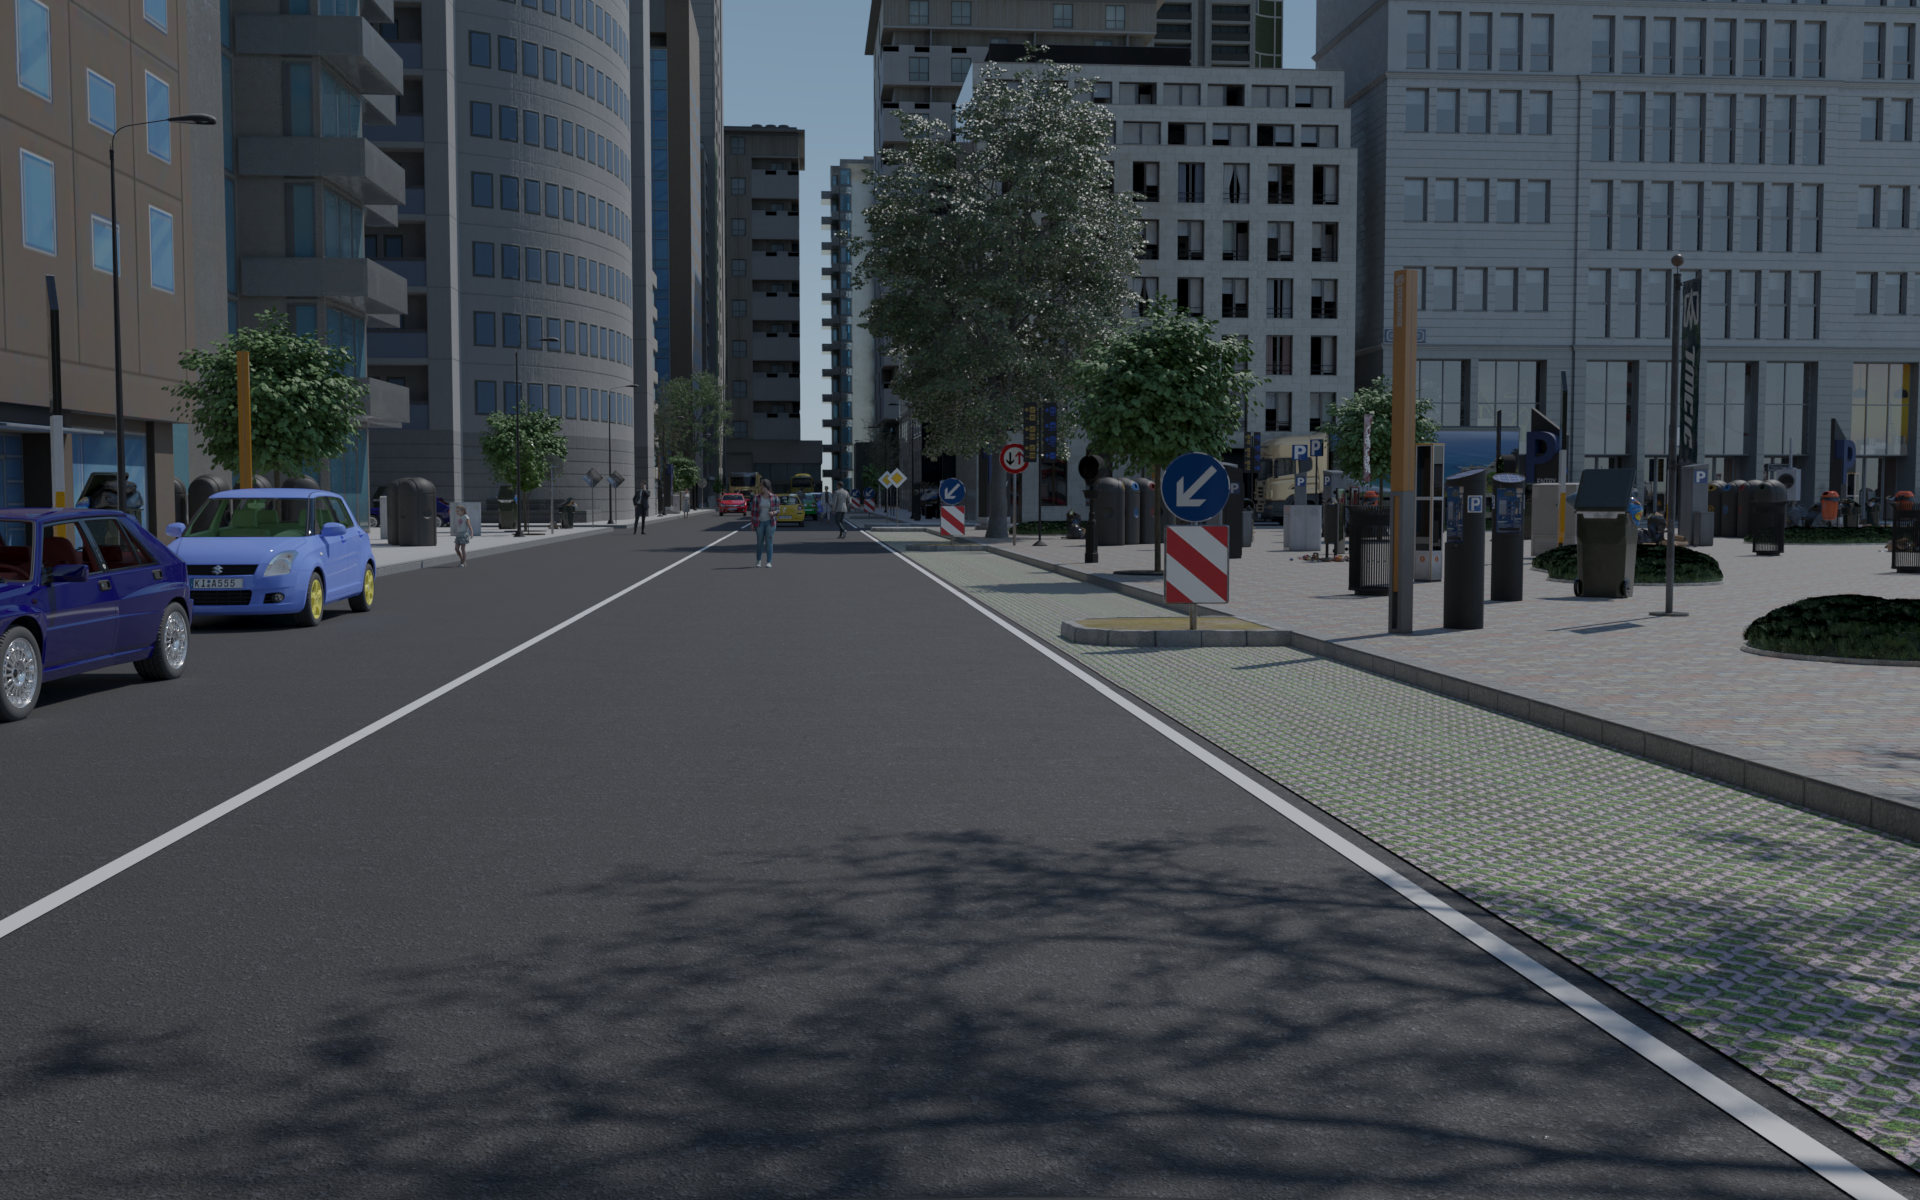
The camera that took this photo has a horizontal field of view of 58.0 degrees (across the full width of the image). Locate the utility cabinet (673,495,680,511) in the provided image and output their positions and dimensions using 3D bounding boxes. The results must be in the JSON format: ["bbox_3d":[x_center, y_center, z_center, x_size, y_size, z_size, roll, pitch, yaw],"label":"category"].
[{"bbox_3d":[-19.549,-6.520,117.767,1.020,1.237,0.306,-3,5,-44],"label":"utility cabinet"}]

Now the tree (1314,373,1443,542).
[{"bbox_3d":[11.372,-3.878,47.117,4.285,4.588,4.351,0,3,0],"label":"tree"}]

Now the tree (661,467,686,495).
[{"bbox_3d":[-20.038,-7.746,121.252,1.663,3.219,1.824,0,3,0],"label":"tree"}]

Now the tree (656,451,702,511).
[{"bbox_3d":[-21.114,-8.955,130.122,4.285,4.588,4.351,0,3,0],"label":"tree"}]

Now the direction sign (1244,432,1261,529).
[{"bbox_3d":[10.623,-4.344,63.021,0.876,3.537,0.379,-3,5,-40],"label":"direction sign"}]

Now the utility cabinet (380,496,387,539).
[{"bbox_3d":[-15.962,-2.333,49.299,1.020,1.237,0.306,-1,4,-13],"label":"utility cabinet"}]

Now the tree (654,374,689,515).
[{"bbox_3d":[-18.760,-9.567,106.777,4.360,8.622,3.978,0,3,0],"label":"tree"}]

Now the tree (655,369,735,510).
[{"bbox_3d":[-22.273,-13.327,143.651,9.928,11.665,9.643,0,3,0],"label":"tree"}]

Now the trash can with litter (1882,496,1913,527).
[{"bbox_3d":[35.432,-3.317,65.283,2.233,1.210,1.678,-2,4,-25],"label":"trash can with litter"}]

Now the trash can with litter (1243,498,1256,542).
[{"bbox_3d":[7.511,-2.111,45.907,0.624,1.170,1.055,1,4,15],"label":"trash can with litter"}]

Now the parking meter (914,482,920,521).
[{"bbox_3d":[-2.055,-4.721,82.901,0.255,1.863,0.399,1,4,9],"label":"parking meter"}]

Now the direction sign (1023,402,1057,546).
[{"bbox_3d":[1.972,-3.102,42.719,0.876,3.537,0.379,-1,4,-20],"label":"direction sign"}]

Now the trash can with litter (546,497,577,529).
[{"bbox_3d":[-14.598,-3.183,63.434,1.055,1.170,0.624,-3,4,-36],"label":"trash can with litter"}]

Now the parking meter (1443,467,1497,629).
[{"bbox_3d":[4.819,-0.497,16.537,0.372,1.533,0.369,0,3,0],"label":"parking meter"}]

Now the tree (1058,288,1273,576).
[{"bbox_3d":[3.272,-2.695,27.777,4.285,4.588,4.351,0,3,0],"label":"tree"}]

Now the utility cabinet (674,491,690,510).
[{"bbox_3d":[-21.493,-7.655,133.832,1.173,1.500,0.318,-2,4,-29],"label":"utility cabinet"}]

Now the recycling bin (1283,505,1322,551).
[{"bbox_3d":[7.753,-1.632,39.236,0.722,1.027,0.722,0,4,-1],"label":"recycling bin"}]

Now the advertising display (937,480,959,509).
[{"bbox_3d":[-0.486,-4.366,76.597,0.974,1.923,0.123,2,4,35],"label":"advertising display"}]

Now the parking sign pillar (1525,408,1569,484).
[{"bbox_3d":[18.125,-3.979,53.536,1.447,3.967,1.447,-2,4,-35],"label":"parking sign pillar"}]

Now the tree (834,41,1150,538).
[{"bbox_3d":[1.094,-8.807,50.654,9.857,13.997,8.962,0,3,0],"label":"tree"}]

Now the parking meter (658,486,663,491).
[{"bbox_3d":[-21.658,-7.323,125.435,0.399,1.863,0.255,1,4,9],"label":"parking meter"}]

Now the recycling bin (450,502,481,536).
[{"bbox_3d":[-15.244,-2.497,53.388,0.722,1.027,0.722,-3,5,-41],"label":"recycling bin"}]

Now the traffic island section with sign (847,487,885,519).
[{"bbox_3d":[-5.365,-5.574,99.757,1.989,1.847,2.006,0,4,-5],"label":"traffic island section with sign"}]

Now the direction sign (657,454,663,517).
[{"bbox_3d":[-16.981,-6.481,97.965,0.379,3.537,0.876,0,4,-1],"label":"direction sign"}]

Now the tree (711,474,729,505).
[{"bbox_3d":[-23.576,-10.716,169.806,1.663,3.219,1.824,0,3,0],"label":"tree"}]

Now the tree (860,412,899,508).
[{"bbox_3d":[-7.130,-12.551,155.579,4.360,8.622,3.978,0,3,0],"label":"tree"}]

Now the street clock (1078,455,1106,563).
[{"bbox_3d":[2.449,-1.690,32.199,0.471,2.002,0.358,3,4,37],"label":"street clock"}]

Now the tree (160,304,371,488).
[{"bbox_3d":[-11.976,-2.834,30.058,4.285,4.588,4.351,0,3,0],"label":"tree"}]

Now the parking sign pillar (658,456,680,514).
[{"bbox_3d":[-18.811,-7.544,111.814,1.447,3.967,1.447,0,4,-2],"label":"parking sign pillar"}]

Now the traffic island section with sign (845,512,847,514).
[{"bbox_3d":[-7.787,-7.231,126.856,1.989,1.847,2.006,0,4,-5],"label":"traffic island section with sign"}]

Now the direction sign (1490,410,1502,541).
[{"bbox_3d":[14.618,-3.368,47.057,0.379,3.537,0.876,1,4,11],"label":"direction sign"}]

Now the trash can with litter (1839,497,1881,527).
[{"bbox_3d":[29.575,-2.796,57.098,1.055,1.170,0.624,0,4,-5],"label":"trash can with litter"}]

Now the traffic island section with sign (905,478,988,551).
[{"bbox_3d":[-0.368,-2.156,43.886,1.989,1.847,2.006,0,4,-5],"label":"traffic island section with sign"}]

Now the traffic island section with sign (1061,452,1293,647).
[{"bbox_3d":[2.040,-0.514,17.038,1.989,1.847,2.006,0,4,-5],"label":"traffic island section with sign"}]

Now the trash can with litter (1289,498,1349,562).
[{"bbox_3d":[7.153,-1.370,33.451,1.678,1.210,2.233,0,4,-6],"label":"trash can with litter"}]

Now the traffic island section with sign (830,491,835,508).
[{"bbox_3d":[-12.173,-10.222,175.750,1.989,1.847,2.006,0,4,-5],"label":"traffic island section with sign"}]

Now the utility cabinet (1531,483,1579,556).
[{"bbox_3d":[11.949,-1.585,34.598,0.318,1.500,1.173,-2,4,-26],"label":"utility cabinet"}]

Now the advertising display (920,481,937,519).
[{"bbox_3d":[-1.594,-5.082,88.308,0.974,1.923,0.123,-1,4,-11],"label":"advertising display"}]

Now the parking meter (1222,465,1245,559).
[{"bbox_3d":[5.438,-1.759,34.478,0.399,1.863,0.255,0,4,-6],"label":"parking meter"}]

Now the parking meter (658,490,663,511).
[{"bbox_3d":[-19.857,-6.508,114.817,0.372,1.533,0.369,0,3,0],"label":"parking meter"}]

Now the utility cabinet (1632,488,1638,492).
[{"bbox_3d":[24.869,-3.459,65.230,1.173,1.500,0.318,3,5,44],"label":"utility cabinet"}]

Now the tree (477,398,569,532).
[{"bbox_3d":[-14.888,-4.623,59.306,4.285,4.588,4.351,0,3,0],"label":"tree"}]

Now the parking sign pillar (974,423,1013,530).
[{"bbox_3d":[1.242,-4.515,62.285,1.447,3.967,1.447,3,5,42],"label":"parking sign pillar"}]

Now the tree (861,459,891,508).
[{"bbox_3d":[-7.859,-10.966,163.002,4.285,4.588,4.351,0,3,0],"label":"tree"}]

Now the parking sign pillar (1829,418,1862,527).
[{"bbox_3d":[31.593,-4.497,61.994,1.447,3.967,1.447,-3,5,-42],"label":"parking sign pillar"}]

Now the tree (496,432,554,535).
[{"bbox_3d":[-13.624,-3.634,54.017,1.663,3.219,1.824,0,3,0],"label":"tree"}]

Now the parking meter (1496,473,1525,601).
[{"bbox_3d":[6.586,-0.759,20.826,0.372,1.533,0.369,0,3,0],"label":"parking meter"}]

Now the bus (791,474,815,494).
[{"bbox_3d":[-19.137,-13.386,210.404,2.896,3.916,12.252,0,4,-4],"label":"bus"}]

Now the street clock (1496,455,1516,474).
[{"bbox_3d":[10.020,-1.667,31.828,0.358,2.002,0.471,0,4,0],"label":"street clock"}]
